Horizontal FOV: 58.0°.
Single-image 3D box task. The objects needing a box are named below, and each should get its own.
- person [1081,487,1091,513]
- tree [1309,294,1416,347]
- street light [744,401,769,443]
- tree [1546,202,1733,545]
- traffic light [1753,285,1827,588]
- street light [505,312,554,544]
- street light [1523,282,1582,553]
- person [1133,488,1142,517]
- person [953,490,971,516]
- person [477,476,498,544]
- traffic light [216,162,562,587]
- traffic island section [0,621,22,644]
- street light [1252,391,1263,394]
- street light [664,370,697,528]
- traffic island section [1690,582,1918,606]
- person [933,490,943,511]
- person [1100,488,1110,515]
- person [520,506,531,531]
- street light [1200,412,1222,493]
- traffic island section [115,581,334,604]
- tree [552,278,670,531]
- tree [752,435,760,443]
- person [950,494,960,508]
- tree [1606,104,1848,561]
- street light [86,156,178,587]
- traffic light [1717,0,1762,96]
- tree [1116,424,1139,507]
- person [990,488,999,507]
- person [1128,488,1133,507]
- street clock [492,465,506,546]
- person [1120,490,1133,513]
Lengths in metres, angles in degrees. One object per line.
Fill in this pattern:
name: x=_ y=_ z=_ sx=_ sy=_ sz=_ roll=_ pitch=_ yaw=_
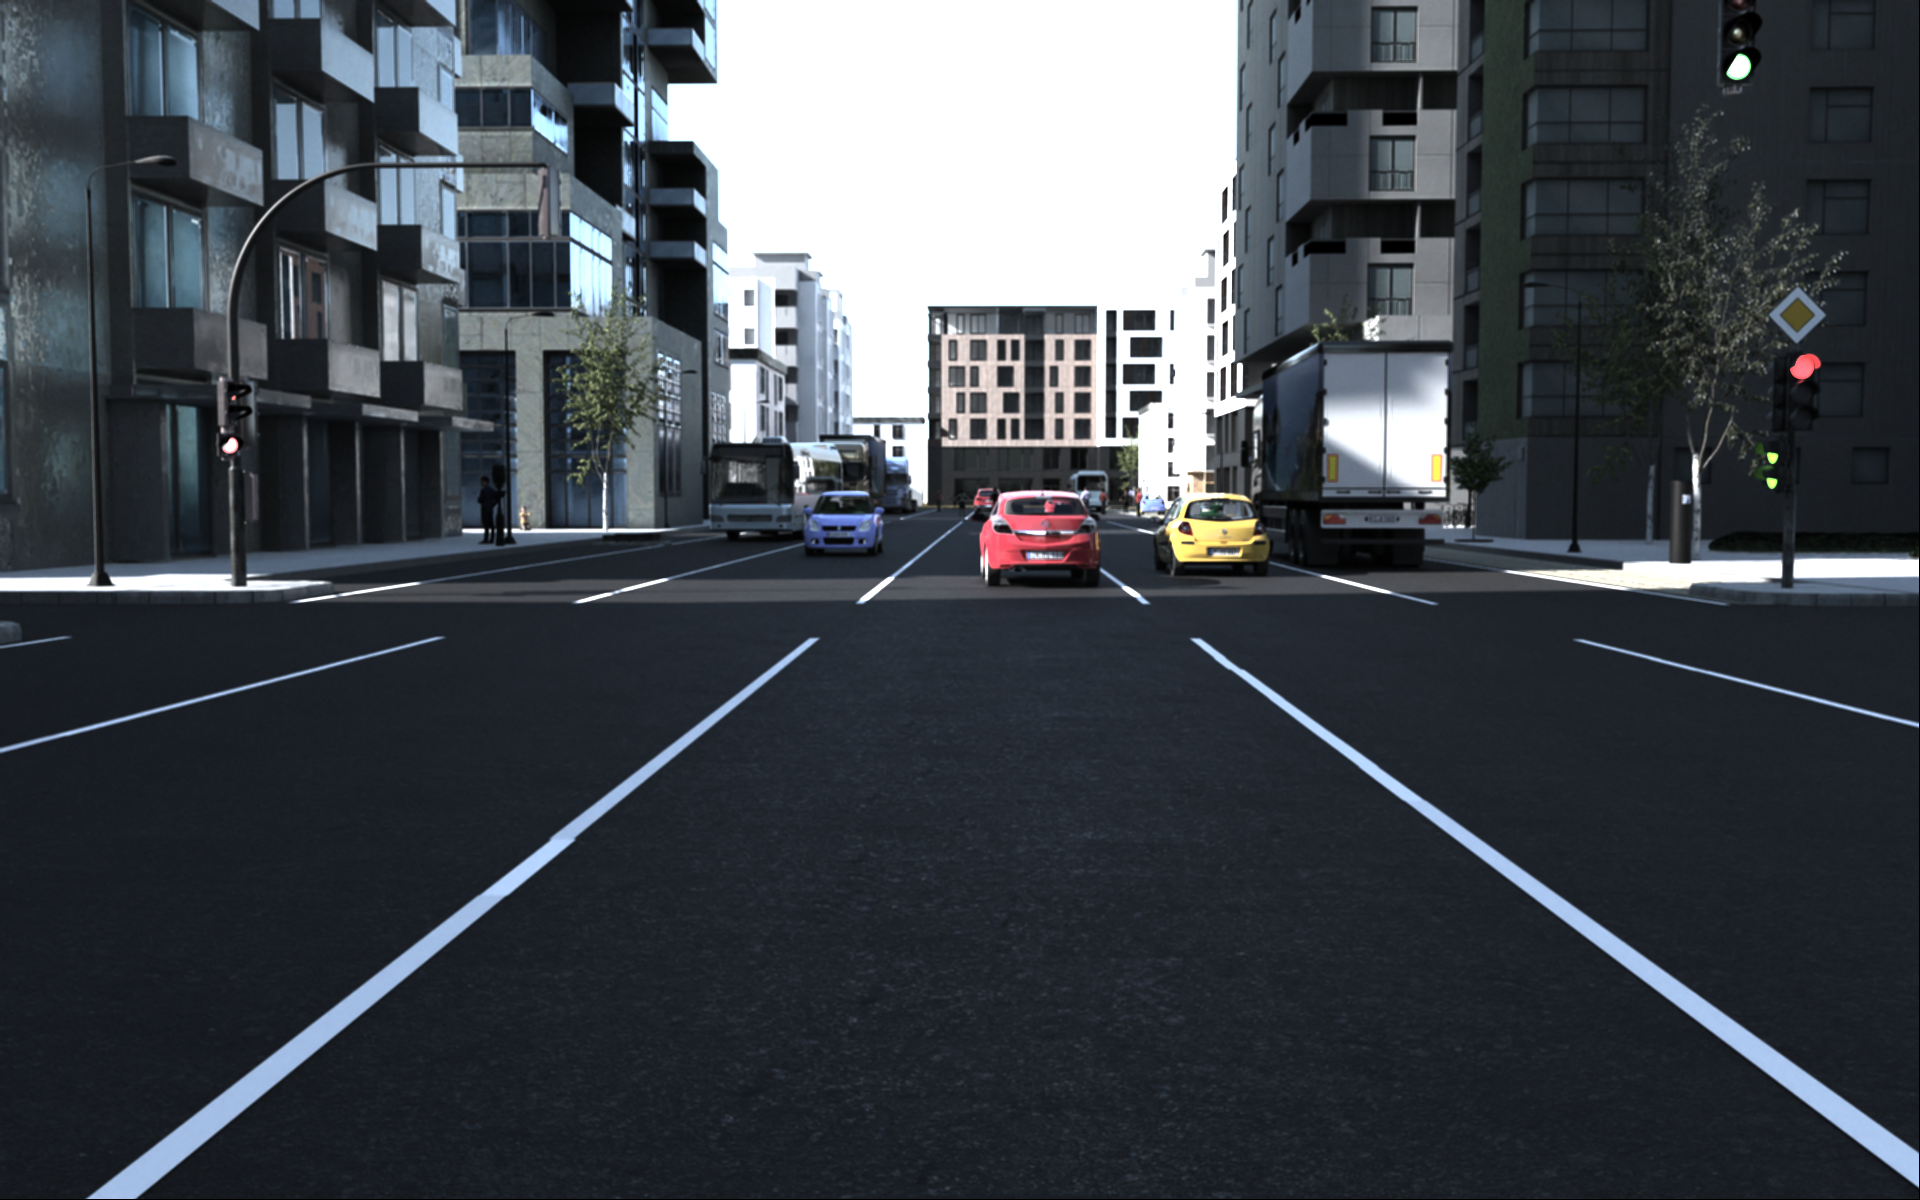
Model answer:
person: x=7.426 y=-5.757 z=102.493 sx=0.709 sy=1.838 sz=0.599 roll=-1 pitch=4 yaw=-12
tree: x=14.688 y=-6.991 z=64.667 sx=4.737 sy=8.622 sz=4.395 roll=0 pitch=3 yaw=0
street light: x=-10.155 y=-6.948 z=86.137 sx=1.470 sy=5.913 sz=1.316 roll=0 pitch=4 yaw=1
tree: x=17.431 y=-5.725 z=43.971 sx=4.737 sy=8.622 sz=4.395 roll=0 pitch=3 yaw=0
traffic light: x=11.261 y=-2.115 z=23.497 sx=0.839 sy=4.253 sz=0.868 roll=0 pitch=4 yaw=1
street light: x=-11.019 y=-4.386 z=44.248 sx=1.470 sy=5.913 sz=1.316 roll=0 pitch=4 yaw=1
street light: x=13.012 y=-4.005 z=38.029 sx=1.470 sy=5.913 sz=1.316 roll=0 pitch=4 yaw=1
person: x=11.239 y=-6.167 z=109.269 sx=0.705 sy=1.831 sz=1.348 roll=-1 pitch=4 yaw=-15
person: x=0.138 y=-6.356 z=113.212 sx=1.217 sy=1.735 sz=0.721 roll=0 pitch=4 yaw=0
person: x=-12.266 y=-2.325 z=44.762 sx=0.504 sy=1.737 sz=0.576 roll=1 pitch=4 yaw=12
traffic light: x=-7.902 y=-3.013 z=23.923 sx=4.771 sy=5.953 sz=1.251 roll=0 pitch=4 yaw=1
traffic island section: x=-10.205 y=0.379 z=16.085 sx=2.009 sy=0.180 sz=2.903 roll=0 pitch=4 yaw=1
street light: x=13.884 y=-6.466 z=78.257 sx=1.470 sy=5.913 sz=1.316 roll=0 pitch=4 yaw=1
street light: x=-10.555 y=-5.660 z=65.079 sx=1.470 sy=5.913 sz=1.316 roll=0 pitch=4 yaw=1
traffic island section: x=11.301 y=-0.081 z=23.610 sx=2.009 sy=0.180 sz=2.903 roll=0 pitch=4 yaw=1
person: x=-1.809 y=-8.201 z=143.305 sx=0.721 sy=1.743 sz=1.217 roll=-3 pitch=4 yaw=-38
person: x=9.982 y=-6.823 z=120.011 sx=0.705 sy=1.831 sz=1.348 roll=-1 pitch=4 yaw=-23
person: x=-15.169 y=-2.845 z=60.484 sx=0.347 sy=0.859 sz=0.695 roll=-2 pitch=4 yaw=-28
street light: x=14.330 y=-7.704 z=98.495 sx=1.470 sy=5.913 sz=1.316 roll=0 pitch=4 yaw=1
traffic island section: x=-10.035 y=-0.109 z=24.068 sx=2.009 sy=0.180 sz=2.903 roll=0 pitch=4 yaw=1
tree: x=-12.213 y=-6.700 z=59.900 sx=4.737 sy=8.622 sz=4.395 roll=0 pitch=3 yaw=0
tree: x=-11.406 y=-6.906 z=96.635 sx=4.285 sy=4.588 sz=4.351 roll=0 pitch=3 yaw=0
person: x=-0.538 y=-9.931 z=174.137 sx=1.065 sy=1.426 sz=0.557 roll=1 pitch=4 yaw=12
tree: x=14.186 y=-5.049 z=32.915 sx=4.360 sy=8.622 sz=3.978 roll=0 pitch=3 yaw=0
street light: x=-11.455 y=-3.145 z=23.969 sx=1.470 sy=5.913 sz=1.316 roll=0 pitch=4 yaw=1
traffic light: x=8.998 y=-2.492 z=15.417 sx=4.771 sy=5.953 sz=1.251 roll=0 pitch=4 yaw=1
tree: x=17.727 y=-13.812 z=176.190 sx=4.737 sy=8.622 sz=4.395 roll=0 pitch=3 yaw=0
person: x=2.399 y=-6.635 z=116.614 sx=0.705 sy=1.869 sz=1.348 roll=-3 pitch=4 yaw=-37
person: x=16.625 y=-9.994 z=169.318 sx=0.709 sy=1.838 sz=0.599 roll=-1 pitch=4 yaw=-22
street clock: x=-11.388 y=-2.341 z=42.838 sx=0.358 sy=2.002 sz=0.471 roll=0 pitch=4 yaw=-2
person: x=12.326 y=-7.280 z=128.244 sx=1.217 sy=1.735 sz=0.721 roll=-2 pitch=4 yaw=-29
